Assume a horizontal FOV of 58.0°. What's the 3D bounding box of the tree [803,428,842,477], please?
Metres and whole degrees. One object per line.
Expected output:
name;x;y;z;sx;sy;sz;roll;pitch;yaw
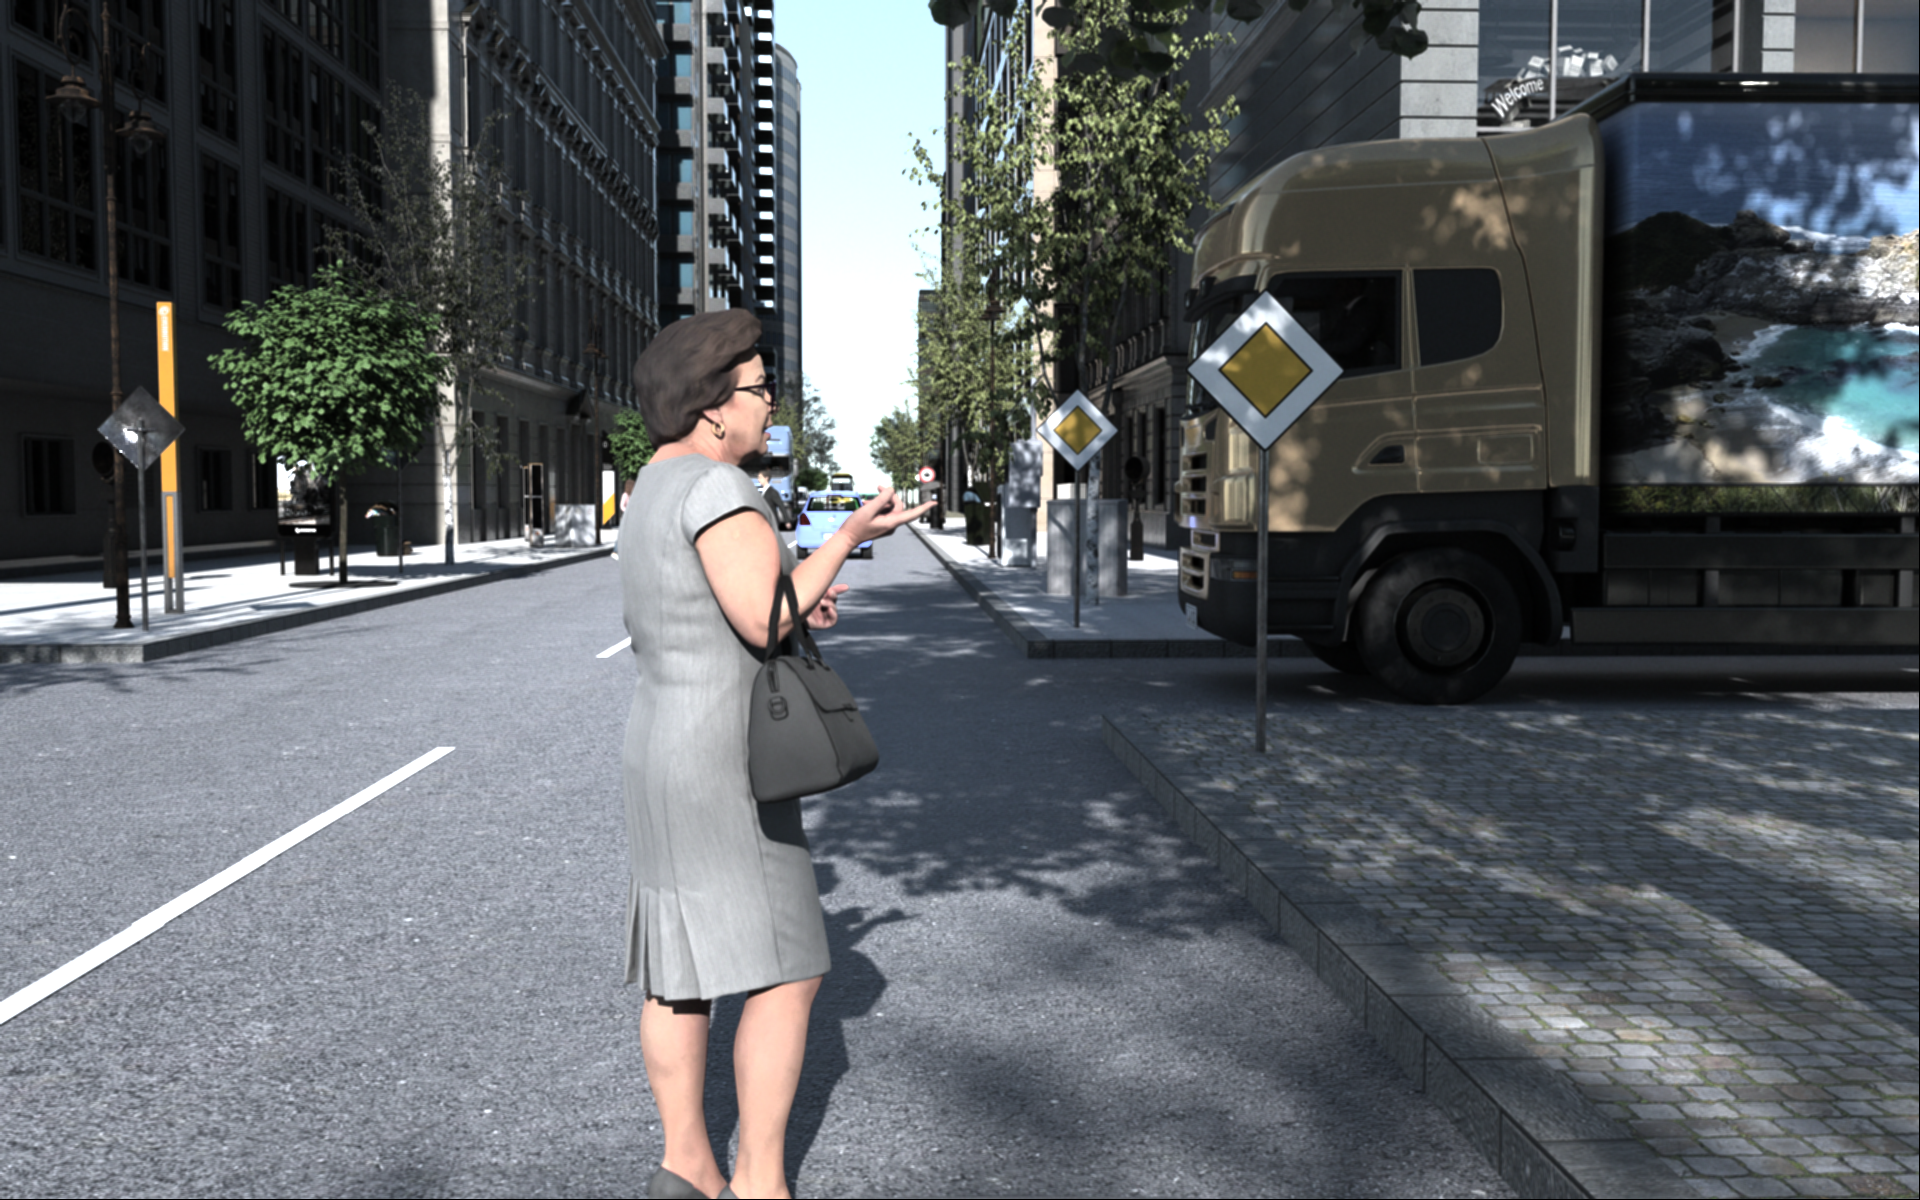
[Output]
tree;-20.144;-19.036;245.656;7.601;10.594;8.767;-3;5;-44

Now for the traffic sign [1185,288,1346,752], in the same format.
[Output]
traffic sign;1.495;-0.301;8.563;0.795;2.450;0.064;0;4;-3

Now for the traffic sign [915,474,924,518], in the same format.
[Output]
traffic sign;-1.703;-4.860;80.652;0.795;2.450;0.064;0;4;1

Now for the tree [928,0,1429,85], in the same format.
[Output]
tree;2.481;-5.839;2.119;9.857;13.997;8.962;0;3;0

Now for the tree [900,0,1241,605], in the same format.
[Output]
tree;1.476;-4.264;20.081;4.737;8.622;4.395;0;3;0

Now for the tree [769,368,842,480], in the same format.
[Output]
tree;-16.101;-15.721;167.414;12.009;13.543;11.850;0;3;0

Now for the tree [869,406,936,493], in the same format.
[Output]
tree;-6.147;-15.258;183.887;7.601;10.594;8.767;-1;4;-20

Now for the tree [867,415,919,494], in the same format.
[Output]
tree;-8.653;-18.497;228.176;9.928;11.665;9.643;0;3;0

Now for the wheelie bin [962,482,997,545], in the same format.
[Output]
wheelie bin;0.472;-2.188;43.682;0.693;1.594;0.980;2;4;33

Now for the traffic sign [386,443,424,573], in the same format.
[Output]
traffic sign;-9.062;-1.641;28.020;0.795;2.450;0.064;0;4;3

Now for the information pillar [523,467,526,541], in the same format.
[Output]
information pillar;-11.583;-2.589;46.830;0.304;2.012;0.304;-3;5;-41

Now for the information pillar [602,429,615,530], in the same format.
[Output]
information pillar;-12.658;-4.341;62.331;0.504;3.616;0.183;2;4;28

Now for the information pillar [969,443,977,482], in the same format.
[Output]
information pillar;0.575;-5.350;78.832;0.504;3.616;0.183;3;5;44

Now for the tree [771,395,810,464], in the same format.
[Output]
tree;-13.611;-10.887;128.372;4.737;8.622;4.395;0;3;0

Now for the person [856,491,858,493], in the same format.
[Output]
person;-13.197;-13.012;221.267;0.705;1.821;1.348;2;4;27

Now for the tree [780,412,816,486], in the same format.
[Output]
tree;-14.854;-12.404;153.168;4.360;8.622;3.978;0;3;0

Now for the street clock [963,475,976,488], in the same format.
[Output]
street clock;0.346;-3.611;63.604;0.471;2.002;0.358;0;4;5

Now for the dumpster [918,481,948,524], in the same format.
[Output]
dumpster;-1.173;-4.294;75.963;1.264;1.857;1.865;0;4;-3

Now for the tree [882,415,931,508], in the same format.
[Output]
tree;-4.798;-12.443;153.811;4.360;8.622;3.978;0;3;0

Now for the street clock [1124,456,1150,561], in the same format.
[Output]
street clock;3.407;-1.758;33.321;0.358;2.002;0.471;-3;5;-45

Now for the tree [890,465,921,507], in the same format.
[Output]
tree;-5.371;-11.700;175.004;4.285;4.588;4.351;0;3;0

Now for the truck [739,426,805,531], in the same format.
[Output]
truck;-8.093;-5.161;74.139;2.967;4.110;18.799;0;4;-3

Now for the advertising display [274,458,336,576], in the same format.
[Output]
advertising display;-10.314;-1.351;27.305;0.974;1.923;0.123;1;4;11

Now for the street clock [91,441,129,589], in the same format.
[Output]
street clock;-11.549;-1.163;23.580;0.471;2.002;0.358;2;4;26

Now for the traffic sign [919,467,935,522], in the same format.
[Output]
traffic sign;-1.527;-4.899;80.205;0.768;2.556;0.104;0;4;4

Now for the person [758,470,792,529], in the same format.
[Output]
person;-3.433;-1.373;30.729;0.755;1.850;0.659;-2;4;-26

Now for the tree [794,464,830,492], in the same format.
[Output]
tree;-17.416;-13.977;212.235;4.285;4.588;4.351;0;3;0

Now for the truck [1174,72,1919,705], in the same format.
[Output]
truck;6.662;-1.460;12.792;11.283;4.237;2.839;0;4;-1

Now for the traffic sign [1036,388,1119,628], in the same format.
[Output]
traffic sign;1.117;-0.789;16.539;0.795;2.450;0.064;0;4;-3

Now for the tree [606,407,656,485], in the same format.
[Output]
tree;-10.009;-4.478;56.929;4.285;4.588;4.351;0;3;0

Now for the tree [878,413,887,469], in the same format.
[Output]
tree;0.410;-5.913;47.036;4.737;8.622;4.395;0;3;0

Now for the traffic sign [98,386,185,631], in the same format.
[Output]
traffic sign;-7.619;-0.765;16.147;0.795;2.450;0.064;0;4;-3

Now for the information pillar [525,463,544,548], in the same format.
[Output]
information pillar;-10.196;-2.272;41.639;0.304;2.012;0.304;-2;4;-23

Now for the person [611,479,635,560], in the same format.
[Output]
person;-7.294;-1.761;37.890;0.643;1.750;0.593;1;4;18

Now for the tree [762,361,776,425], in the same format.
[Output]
tree;-11.797;-8.440;88.359;4.360;8.622;3.978;0;3;0

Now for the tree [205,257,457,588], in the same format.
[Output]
tree;-8.708;-2.471;24.116;4.285;4.588;4.351;0;3;0

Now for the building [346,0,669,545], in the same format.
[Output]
building;-21.584;-17.582;63.885;17.030;29.872;44.131;0;4;-3

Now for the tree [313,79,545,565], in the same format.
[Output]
tree;-9.297;-4.929;30.950;4.360;8.622;3.978;0;3;0

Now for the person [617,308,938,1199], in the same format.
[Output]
person;-0.342;0.342;3.260;0.532;1.782;0.716;-2;4;-28

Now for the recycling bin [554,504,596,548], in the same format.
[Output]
recycling bin;-9.276;-1.785;41.743;0.722;1.027;0.722;3;5;41
